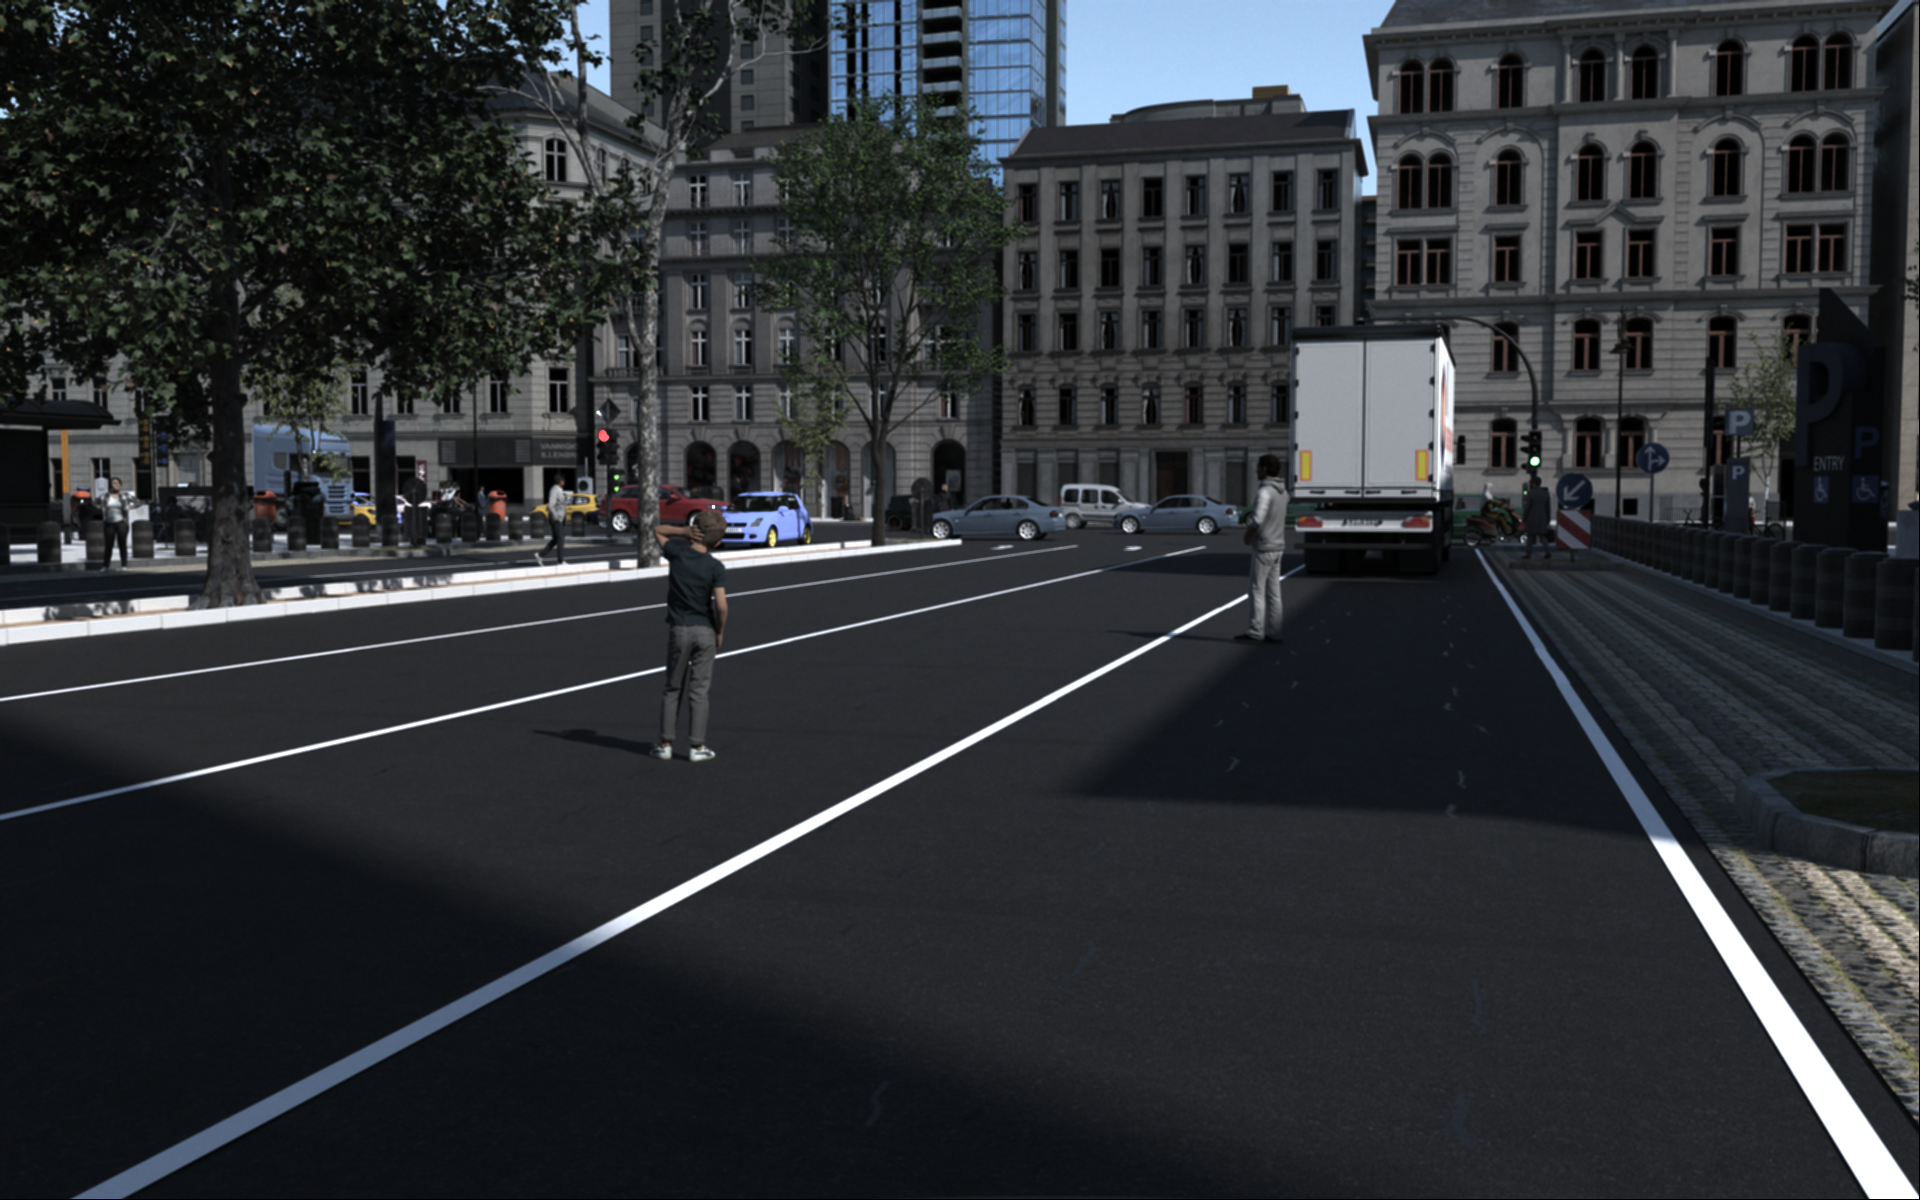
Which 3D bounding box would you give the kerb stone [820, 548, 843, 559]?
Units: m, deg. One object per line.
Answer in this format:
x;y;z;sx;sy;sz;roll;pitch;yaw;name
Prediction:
-2.903;-1.012;38.737;0.120;0.150;1.000;1;4;15;kerb stone

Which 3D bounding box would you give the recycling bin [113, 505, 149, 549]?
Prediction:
-19.723;-1.750;41.163;0.722;1.027;0.722;-3;4;-37;recycling bin

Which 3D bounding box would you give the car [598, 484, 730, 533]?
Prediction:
-10.882;-3.426;64.694;5.304;1.827;2.281;1;4;17;car

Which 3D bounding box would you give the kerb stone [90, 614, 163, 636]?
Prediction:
-8.678;0.265;17.916;0.120;0.150;1.000;1;4;15;kerb stone

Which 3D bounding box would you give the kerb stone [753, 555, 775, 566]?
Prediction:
-4.005;-0.769;34.771;0.120;0.150;1.000;1;4;15;kerb stone

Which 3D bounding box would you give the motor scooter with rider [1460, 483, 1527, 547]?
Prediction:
14.514;-2.308;46.704;1.986;1.779;0.876;1;4;14;motor scooter with rider

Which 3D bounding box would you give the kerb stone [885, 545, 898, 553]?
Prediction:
-1.803;-1.254;42.706;0.120;0.150;1.000;1;4;15;kerb stone

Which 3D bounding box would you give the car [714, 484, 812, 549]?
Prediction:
-5.307;-2.231;46.069;1.945;1.707;3.694;1;4;17;car

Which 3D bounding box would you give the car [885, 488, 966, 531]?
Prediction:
-1.016;-3.543;67.711;4.222;1.686;2.009;1;4;14;car

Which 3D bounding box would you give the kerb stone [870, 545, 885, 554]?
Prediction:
-2.077;-1.194;41.717;0.120;0.150;1.000;1;4;15;kerb stone

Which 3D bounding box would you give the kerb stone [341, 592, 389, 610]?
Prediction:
-7.585;0.023;21.873;0.120;0.150;1.000;1;4;15;kerb stone

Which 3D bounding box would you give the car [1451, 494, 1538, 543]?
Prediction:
13.931;-2.288;49.203;4.920;1.459;2.131;1;4;17;car

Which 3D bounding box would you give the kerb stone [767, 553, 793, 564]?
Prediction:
-3.735;-0.830;35.761;0.120;0.150;1.000;1;4;15;kerb stone

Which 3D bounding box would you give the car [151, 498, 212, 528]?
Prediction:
-32.613;-3.690;72.330;4.499;1.417;2.014;1;4;17;car

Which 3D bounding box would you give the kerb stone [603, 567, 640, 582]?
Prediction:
-5.645;-0.404;28.795;0.120;0.150;1.000;1;4;15;kerb stone

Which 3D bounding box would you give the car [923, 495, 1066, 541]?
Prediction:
1.062;-2.587;54.293;4.499;1.417;2.014;1;4;14;car

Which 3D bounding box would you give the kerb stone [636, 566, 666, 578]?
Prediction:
-5.374;-0.464;29.788;0.120;0.150;1.000;1;4;15;kerb stone

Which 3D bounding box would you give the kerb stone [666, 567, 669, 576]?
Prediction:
-5.112;-0.520;30.781;0.120;0.150;1.000;1;4;15;kerb stone

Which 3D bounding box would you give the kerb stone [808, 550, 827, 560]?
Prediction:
-3.180;-0.951;37.737;0.120;0.150;1.000;1;4;15;kerb stone

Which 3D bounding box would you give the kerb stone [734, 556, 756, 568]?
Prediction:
-4.278;-0.708;33.773;0.120;0.150;1.000;1;4;15;kerb stone

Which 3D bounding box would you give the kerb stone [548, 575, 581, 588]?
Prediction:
-6.205;-0.276;26.817;0.120;0.150;1.000;1;4;15;kerb stone

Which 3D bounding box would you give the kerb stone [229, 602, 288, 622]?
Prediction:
-8.126;0.141;19.893;0.120;0.150;1.000;1;4;15;kerb stone

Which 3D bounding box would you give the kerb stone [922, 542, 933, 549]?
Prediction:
-0.971;-1.437;45.689;0.120;0.150;1.000;1;4;15;kerb stone

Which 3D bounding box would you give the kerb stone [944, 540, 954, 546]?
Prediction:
-0.427;-1.557;47.677;0.120;0.150;1.000;1;4;15;kerb stone

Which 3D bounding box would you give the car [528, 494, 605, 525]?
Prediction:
-18.029;-4.286;80.292;3.980;1.641;2.015;1;4;14;car

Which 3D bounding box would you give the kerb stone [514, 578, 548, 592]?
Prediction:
-6.481;-0.220;25.828;0.120;0.150;1.000;1;4;15;kerb stone

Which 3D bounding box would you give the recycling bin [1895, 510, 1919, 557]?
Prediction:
14.760;-0.854;26.522;0.722;1.027;0.722;2;4;32;recycling bin

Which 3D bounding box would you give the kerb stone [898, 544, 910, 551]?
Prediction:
-1.530;-1.314;43.704;0.120;0.150;1.000;1;4;15;kerb stone

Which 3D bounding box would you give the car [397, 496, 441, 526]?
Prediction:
-25.508;-3.985;77.516;4.827;1.381;2.083;1;4;15;car

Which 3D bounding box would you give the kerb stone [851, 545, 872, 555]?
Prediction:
-2.347;-1.133;40.722;0.120;0.150;1.000;1;4;15;kerb stone

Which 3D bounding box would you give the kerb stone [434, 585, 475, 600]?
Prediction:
-7.031;-0.101;23.849;0.120;0.150;1.000;1;4;15;kerb stone

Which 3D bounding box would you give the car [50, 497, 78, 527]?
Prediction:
-39.706;-3.823;74.509;4.499;1.417;2.014;1;4;17;car

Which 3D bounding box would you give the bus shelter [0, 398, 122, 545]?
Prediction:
-19.768;-2.513;35.006;2.014;3.302;5.546;1;4;15;bus shelter

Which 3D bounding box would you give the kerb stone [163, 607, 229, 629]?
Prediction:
-8.396;0.201;18.902;0.120;0.150;1.000;1;4;15;kerb stone

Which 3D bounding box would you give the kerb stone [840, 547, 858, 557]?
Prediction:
-2.623;-1.072;39.724;0.120;0.150;1.000;1;4;15;kerb stone

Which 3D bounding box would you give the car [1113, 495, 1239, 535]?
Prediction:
7.737;-3.072;62.233;4.499;1.417;2.014;1;4;17;car

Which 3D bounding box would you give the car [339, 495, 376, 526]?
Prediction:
-24.852;-3.679;70.380;3.980;1.641;2.015;1;4;16;car

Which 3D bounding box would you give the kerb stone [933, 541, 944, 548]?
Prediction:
-0.696;-1.496;46.687;0.120;0.150;1.000;1;4;15;kerb stone

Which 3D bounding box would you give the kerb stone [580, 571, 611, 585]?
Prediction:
-5.932;-0.343;27.806;0.120;0.150;1.000;1;4;15;kerb stone

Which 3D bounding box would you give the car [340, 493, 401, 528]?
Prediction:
-25.665;-3.930;73.848;3.694;1.707;1.945;1;4;17;car

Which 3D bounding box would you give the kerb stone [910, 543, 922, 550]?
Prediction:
-1.249;-1.374;44.695;0.120;0.150;1.000;1;4;15;kerb stone

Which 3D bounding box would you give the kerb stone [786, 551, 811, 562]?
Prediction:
-3.455;-0.890;36.748;0.120;0.150;1.000;1;4;15;kerb stone

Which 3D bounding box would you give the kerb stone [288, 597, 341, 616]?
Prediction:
-7.854;0.080;20.882;0.120;0.150;1.000;1;4;15;kerb stone

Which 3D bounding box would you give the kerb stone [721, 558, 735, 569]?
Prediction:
-4.553;-0.647;32.772;0.120;0.150;1.000;1;4;15;kerb stone

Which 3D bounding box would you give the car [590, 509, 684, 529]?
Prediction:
-13.120;-3.577;71.064;3.894;1.354;1.945;1;4;16;car

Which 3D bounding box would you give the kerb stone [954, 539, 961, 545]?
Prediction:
-0.149;-1.619;48.665;0.120;0.150;1.000;1;4;15;kerb stone

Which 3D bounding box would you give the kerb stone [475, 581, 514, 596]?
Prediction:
-6.751;-0.157;24.838;0.120;0.150;1.000;1;4;15;kerb stone

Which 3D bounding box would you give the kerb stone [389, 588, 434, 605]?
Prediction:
-7.308;-0.041;22.861;0.120;0.150;1.000;1;4;15;kerb stone

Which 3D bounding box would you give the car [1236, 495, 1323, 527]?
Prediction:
13.804;-3.708;72.425;4.920;1.459;2.131;1;4;14;car
